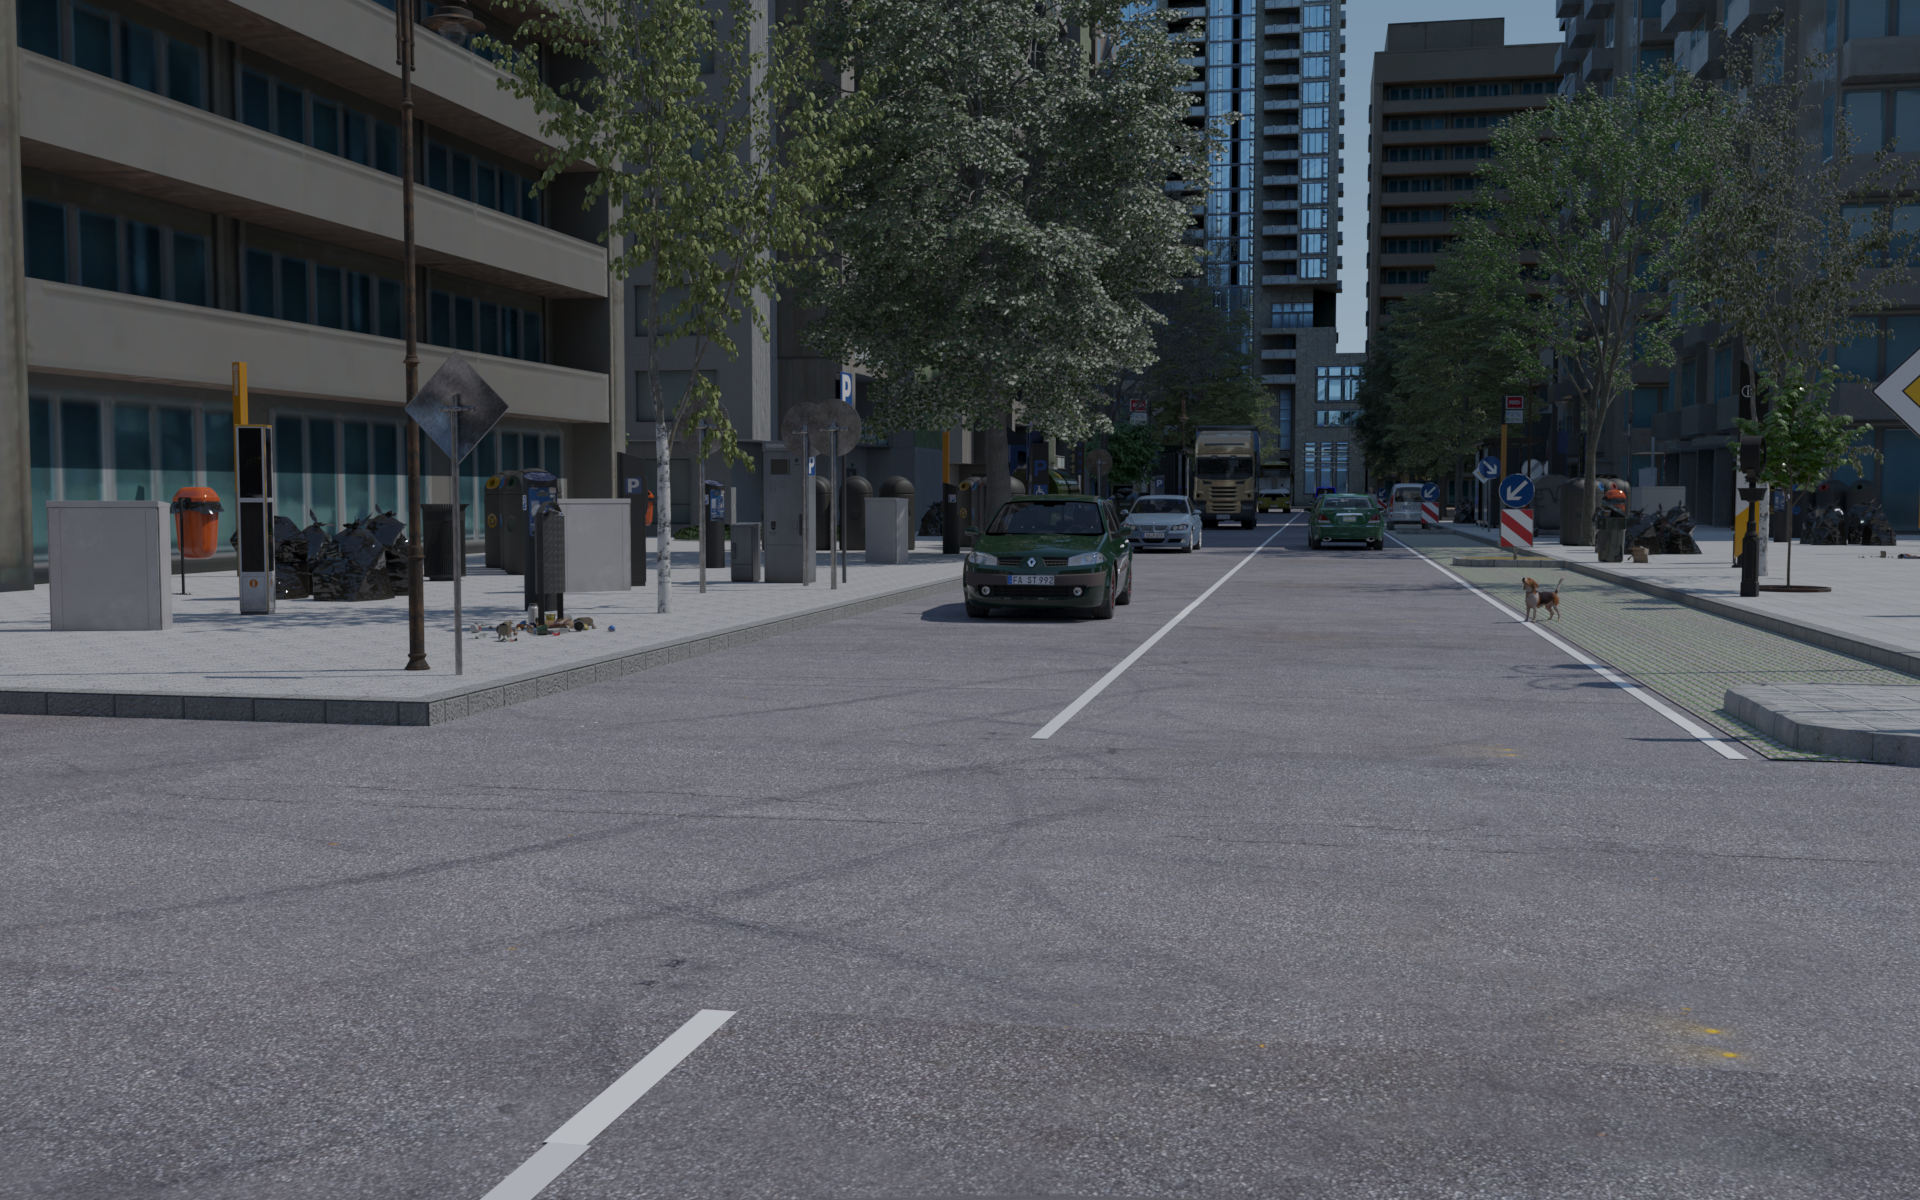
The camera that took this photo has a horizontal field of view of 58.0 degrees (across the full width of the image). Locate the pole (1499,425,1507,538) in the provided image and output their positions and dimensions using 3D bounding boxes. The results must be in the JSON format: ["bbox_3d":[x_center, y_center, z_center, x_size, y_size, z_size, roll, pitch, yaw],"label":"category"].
[{"bbox_3d":[16.019,-3.501,51.078,0.158,3.312,0.155,0,3,0],"label":"pole"}]

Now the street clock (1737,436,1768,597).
[{"bbox_3d":[9.872,-1.041,21.596,0.358,2.002,0.471,2,4,35],"label":"street clock"}]

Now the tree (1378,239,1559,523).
[{"bbox_3d":[22.827,-9.747,77.490,7.486,12.596,7.792,0,3,0],"label":"tree"}]

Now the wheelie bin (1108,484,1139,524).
[{"bbox_3d":[5.343,-2.966,56.406,0.980,1.594,0.693,0,4,-6],"label":"wheelie bin"}]

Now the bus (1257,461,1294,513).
[{"bbox_3d":[24.160,-8.635,132.730,2.896,3.916,12.252,1,4,11],"label":"bus"}]

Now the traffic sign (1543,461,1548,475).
[{"bbox_3d":[21.101,-3.757,61.531,0.768,2.556,0.104,1,4,12],"label":"traffic sign"}]

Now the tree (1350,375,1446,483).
[{"bbox_3d":[30.223,-11.101,115.913,8.767,10.594,7.601,1,4,21],"label":"tree"}]

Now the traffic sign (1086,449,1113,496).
[{"bbox_3d":[3.905,-2.976,48.763,0.768,2.556,0.104,1,4,19],"label":"traffic sign"}]

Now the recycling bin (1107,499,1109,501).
[{"bbox_3d":[7.528,-4.451,85.321,0.722,1.027,0.722,-3,5,-43],"label":"recycling bin"}]

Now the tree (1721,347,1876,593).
[{"bbox_3d":[11.018,-1.740,23.058,1.663,3.219,1.824,0,3,0],"label":"tree"}]

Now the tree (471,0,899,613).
[{"bbox_3d":[-2.944,-4.161,18.401,4.737,8.622,4.395,0,3,0],"label":"tree"}]

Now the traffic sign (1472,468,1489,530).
[{"bbox_3d":[18.592,-3.690,61.509,0.795,2.450,0.064,1,4,19],"label":"traffic sign"}]

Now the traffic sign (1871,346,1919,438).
[{"bbox_3d":[5.789,-0.404,10.246,0.795,2.450,0.064,1,4,12],"label":"traffic sign"}]

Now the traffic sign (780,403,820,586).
[{"bbox_3d":[-2.154,-1.470,24.134,0.768,2.556,0.104,1,4,17],"label":"traffic sign"}]

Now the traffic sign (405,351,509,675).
[{"bbox_3d":[-3.549,-0.524,12.215,0.795,2.450,0.064,1,4,12],"label":"traffic sign"}]

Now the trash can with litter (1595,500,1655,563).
[{"bbox_3d":[12.459,-1.289,32.454,1.055,1.170,0.624,1,4,21],"label":"trash can with litter"}]

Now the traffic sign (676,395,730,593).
[{"bbox_3d":[-3.331,-1.361,22.354,0.768,2.556,0.104,1,4,16],"label":"traffic sign"}]

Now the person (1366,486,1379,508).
[{"bbox_3d":[14.512,-3.187,61.354,0.466,1.731,0.760,-3,5,-43],"label":"person"}]

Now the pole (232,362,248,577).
[{"bbox_3d":[-11.137,-2.019,26.859,0.158,3.312,0.155,0,3,0],"label":"pole"}]

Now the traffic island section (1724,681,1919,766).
[{"bbox_3d":[5.814,0.732,10.319,2.009,0.180,2.903,1,4,12],"label":"traffic island section"}]

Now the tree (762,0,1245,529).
[{"bbox_3d":[0.760,-7.831,34.693,9.857,13.997,8.962,0,3,0],"label":"tree"}]

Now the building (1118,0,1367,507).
[{"bbox_3d":[27.619,-53.330,184.610,31.000,86.520,22.319,1,4,12],"label":"building"}]

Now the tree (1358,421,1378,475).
[{"bbox_3d":[37.512,-14.049,147.830,7.486,12.596,7.792,0,3,0],"label":"tree"}]

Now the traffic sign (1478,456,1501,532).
[{"bbox_3d":[17.824,-3.559,58.290,0.768,2.556,0.104,1,4,15],"label":"traffic sign"}]

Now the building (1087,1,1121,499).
[{"bbox_3d":[3.662,-28.948,123.415,14.600,45.320,14.200,1,4,12],"label":"building"}]

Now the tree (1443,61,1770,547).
[{"bbox_3d":[15.564,-7.117,42.111,9.928,11.665,9.643,0,3,0],"label":"tree"}]

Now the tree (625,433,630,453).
[{"bbox_3d":[-9.696,-3.269,48.048,1.663,3.219,1.824,0,3,0],"label":"tree"}]

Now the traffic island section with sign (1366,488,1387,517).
[{"bbox_3d":[26.842,-6.243,110.706,1.989,1.847,2.006,1,4,12],"label":"traffic island section with sign"}]

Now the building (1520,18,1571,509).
[{"bbox_3d":[53.731,-49.930,129.020,22.319,86.520,31.000,1,4,12],"label":"building"}]

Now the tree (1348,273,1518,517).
[{"bbox_3d":[27.112,-11.643,97.015,9.857,13.997,8.962,0,3,0],"label":"tree"}]

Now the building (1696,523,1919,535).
[{"bbox_3d":[39.215,-27.169,63.824,23.786,49.044,30.456,1,4,12],"label":"building"}]

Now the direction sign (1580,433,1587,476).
[{"bbox_3d":[23.157,-4.427,64.386,0.379,3.537,0.876,0,4,5],"label":"direction sign"}]

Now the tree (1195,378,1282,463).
[{"bbox_3d":[24.477,-13.899,152.997,9.928,11.665,9.643,0,3,0],"label":"tree"}]

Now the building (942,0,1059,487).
[{"bbox_3d":[-2.547,-19.828,95.881,14.160,30.474,14.107,1,4,12],"label":"building"}]

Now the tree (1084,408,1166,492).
[{"bbox_3d":[6.223,-5.057,66.393,4.285,4.588,4.351,0,3,0],"label":"tree"}]

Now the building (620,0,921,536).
[{"bbox_3d":[-8.748,-22.857,57.312,14.154,41.232,14.086,1,4,12],"label":"building"}]

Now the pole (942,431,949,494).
[{"bbox_3d":[-0.351,-3.002,42.933,0.158,3.312,0.155,0,3,0],"label":"pole"}]

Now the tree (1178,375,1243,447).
[{"bbox_3d":[16.012,-9.880,111.895,4.360,8.622,3.978,0,3,0],"label":"tree"}]

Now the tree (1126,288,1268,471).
[{"bbox_3d":[13.028,-10.813,94.926,7.486,12.596,7.792,0,3,0],"label":"tree"}]

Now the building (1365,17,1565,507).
[{"bbox_3d":[53.483,-34.084,180.973,21.600,48.544,21.300,1,4,12],"label":"building"}]

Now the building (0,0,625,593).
[{"bbox_3d":[-20.816,-25.049,33.253,21.300,48.544,21.600,1,4,12],"label":"building"}]

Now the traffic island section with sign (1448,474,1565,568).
[{"bbox_3d":[10.870,-1.579,34.444,1.989,1.847,2.006,1,4,12],"label":"traffic island section with sign"}]

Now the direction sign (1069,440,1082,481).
[{"bbox_3d":[4.864,-4.907,72.226,0.379,3.537,0.876,-3,4,-39],"label":"direction sign"}]

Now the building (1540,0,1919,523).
[{"bbox_3d":[47.005,-29.396,100.233,23.786,49.044,30.456,1,4,12],"label":"building"}]

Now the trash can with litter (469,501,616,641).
[{"bbox_3d":[-4.052,-0.308,16.099,1.678,1.210,2.233,0,4,7],"label":"trash can with litter"}]

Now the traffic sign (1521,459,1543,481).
[{"bbox_3d":[20.959,-3.878,63.504,0.768,2.556,0.104,1,4,13],"label":"traffic sign"}]

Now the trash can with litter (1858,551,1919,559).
[{"bbox_3d":[19.195,-1.440,34.607,2.233,1.210,1.678,1,4,22],"label":"trash can with litter"}]

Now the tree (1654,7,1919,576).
[{"bbox_3d":[12.553,-4.663,26.607,4.360,8.622,3.978,0,3,0],"label":"tree"}]

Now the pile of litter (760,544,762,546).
[{"bbox_3d":[-4.203,-1.782,43.099,1.719,0.858,1.176,-1,4,-22],"label":"pile of litter"}]

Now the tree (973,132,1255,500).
[{"bbox_3d":[4.873,-9.019,57.826,12.009,13.543,11.850,0,3,0],"label":"tree"}]

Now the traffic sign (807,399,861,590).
[{"bbox_3d":[-1.698,-1.413,23.216,0.768,2.556,0.104,1,4,15],"label":"traffic sign"}]

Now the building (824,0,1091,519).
[{"bbox_3d":[0.382,-26.059,109.652,14.154,41.232,14.086,1,4,12],"label":"building"}]

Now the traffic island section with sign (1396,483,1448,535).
[{"bbox_3d":[16.613,-3.254,61.823,1.989,1.847,2.006,1,4,12],"label":"traffic island section with sign"}]
